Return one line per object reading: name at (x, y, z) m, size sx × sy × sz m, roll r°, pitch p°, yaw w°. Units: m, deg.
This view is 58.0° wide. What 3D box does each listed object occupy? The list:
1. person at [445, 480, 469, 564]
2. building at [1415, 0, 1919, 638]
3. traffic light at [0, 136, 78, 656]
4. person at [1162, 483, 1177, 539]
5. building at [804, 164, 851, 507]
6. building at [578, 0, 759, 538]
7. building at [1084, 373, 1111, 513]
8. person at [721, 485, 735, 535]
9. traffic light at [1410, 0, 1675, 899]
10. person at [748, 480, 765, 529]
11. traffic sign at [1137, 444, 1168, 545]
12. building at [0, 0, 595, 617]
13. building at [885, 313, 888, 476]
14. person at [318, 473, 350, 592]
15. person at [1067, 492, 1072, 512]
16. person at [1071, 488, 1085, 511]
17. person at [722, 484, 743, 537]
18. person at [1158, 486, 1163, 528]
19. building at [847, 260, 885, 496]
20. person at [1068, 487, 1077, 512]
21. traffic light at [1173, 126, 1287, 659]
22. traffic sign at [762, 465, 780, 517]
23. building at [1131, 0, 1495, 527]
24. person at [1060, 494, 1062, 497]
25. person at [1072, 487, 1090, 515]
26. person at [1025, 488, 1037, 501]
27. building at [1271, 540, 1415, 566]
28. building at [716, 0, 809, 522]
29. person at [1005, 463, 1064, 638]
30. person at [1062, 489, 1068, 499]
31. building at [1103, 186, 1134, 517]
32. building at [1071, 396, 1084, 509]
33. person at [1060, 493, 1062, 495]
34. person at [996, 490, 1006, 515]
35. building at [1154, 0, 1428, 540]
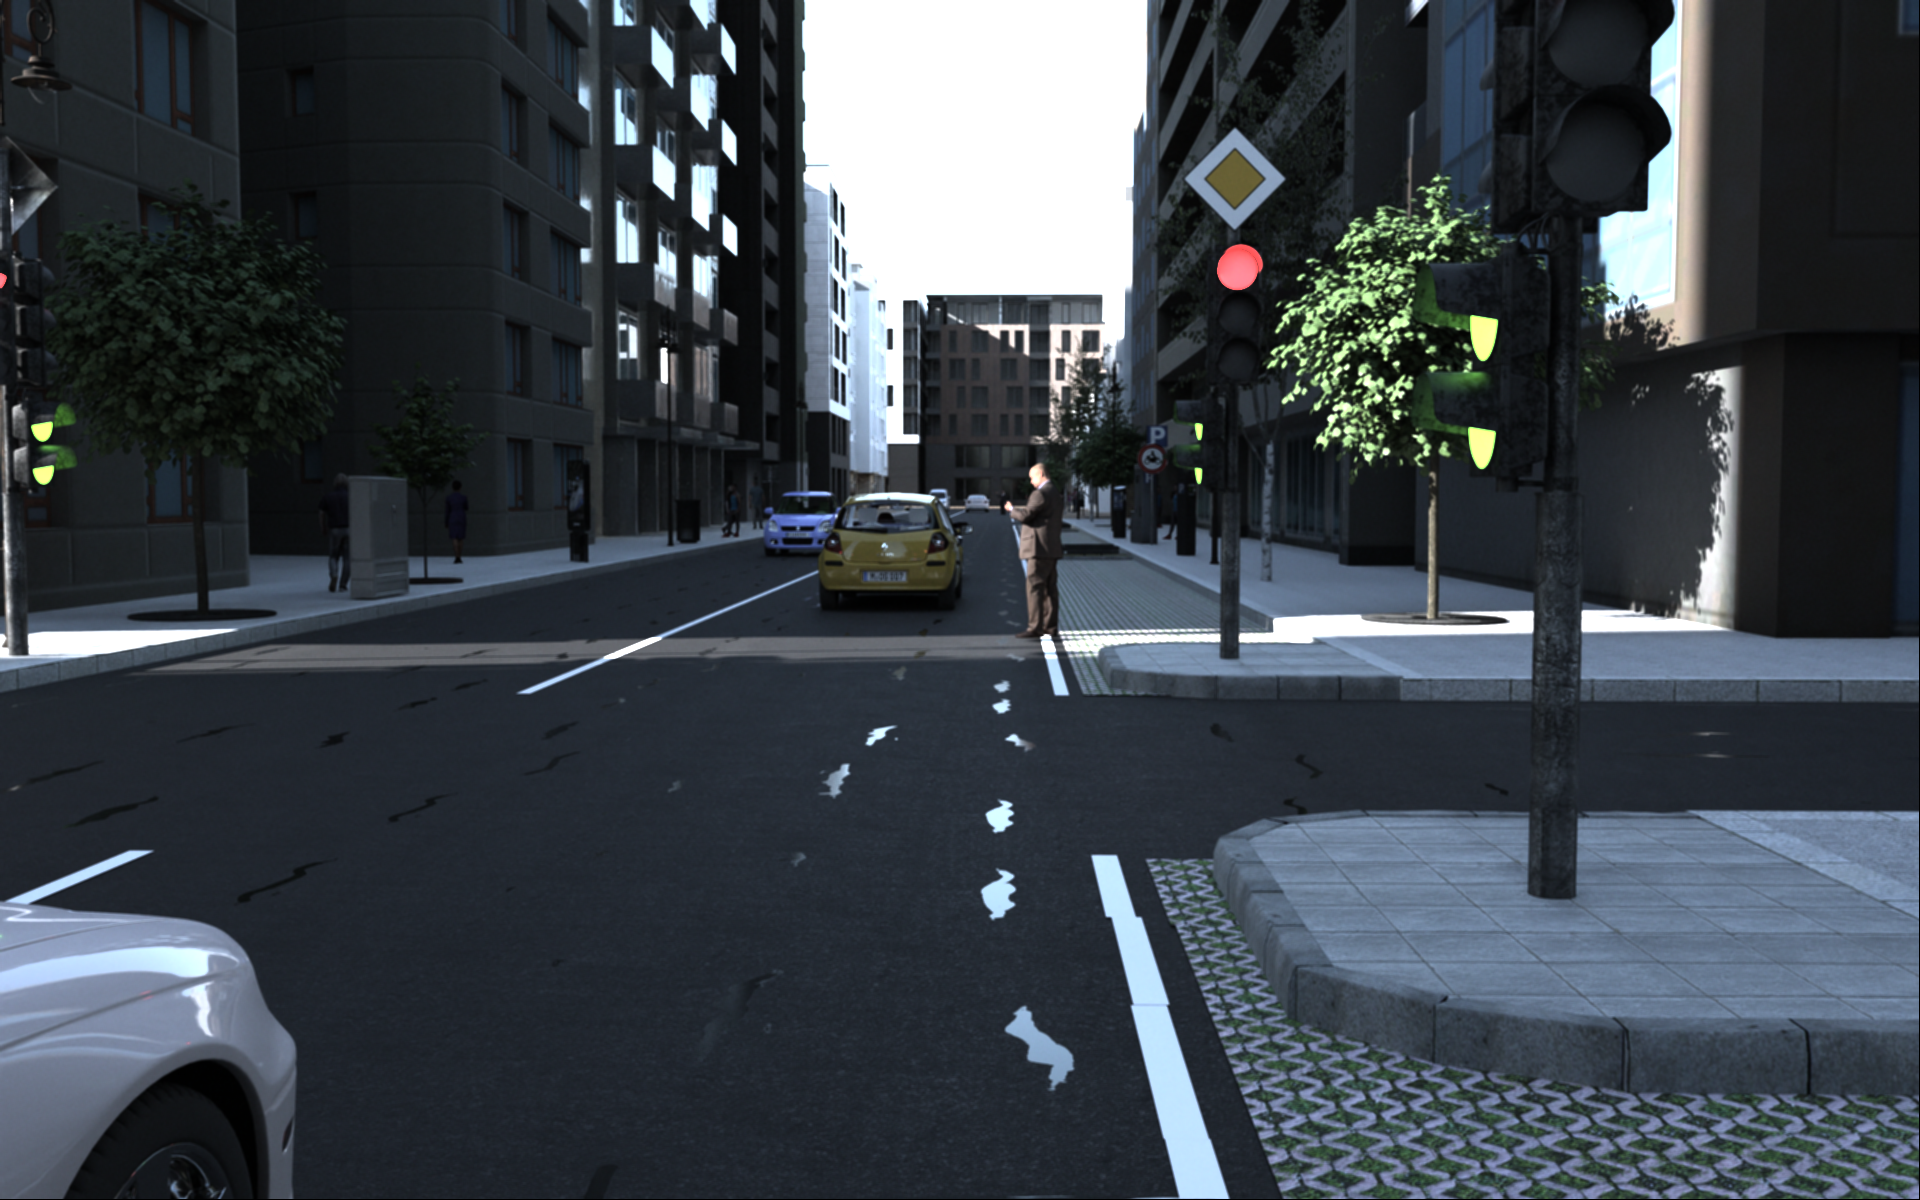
person at (-9.329, -1.448, 32.085) m, size 0.453 × 1.535 × 0.546 m, roll -2°, pitch 4°, yaw -33°
building at (14.136, -22.648, 20.401) m, size 14.200 × 45.320 × 14.600 m, roll 0°, pitch 4°, yaw 1°
traffic light at (-7.471, -1.513, 13.653) m, size 0.839 × 4.253 × 0.868 m, roll 0°, pitch 4°, yaw 1°
person at (6.091, -2.520, 49.109) m, size 0.662 × 1.594 × 0.647 m, roll -2°, pitch 4°, yaw -30°
building at (-22.071, -16.007, 105.684) m, size 27.936 × 21.610 × 32.646 m, roll 0°, pitch 4°, yaw 1°
building at (-20.009, -26.867, 58.877) m, size 23.786 × 49.044 × 30.456 m, roll 0°, pitch 4°, yaw 1°
building at (13.995, -10.875, 119.945) m, size 9.099 × 9.664 × 28.070 m, roll 0°, pitch 4°, yaw 1°
person at (-7.209, -2.812, 54.226) m, size 0.471 × 1.553 × 0.569 m, roll 3°, pitch 5°, yaw 42°
traffic light at (1.878, -1.010, 5.437) m, size 0.839 × 4.253 × 0.868 m, roll 0°, pitch 4°, yaw 1°
person at (-7.471, -3.520, 63.730) m, size 0.598 × 1.807 × 0.434 m, roll 0°, pitch 4°, yaw 1°
traffic sign at (4.861, -2.673, 43.802) m, size 0.768 × 2.556 × 0.104 m, roll 0°, pitch 4°, yaw 3°
building at (-23.551, -11.292, 29.669) m, size 27.650 × 21.520 × 28.899 m, roll 0°, pitch 4°, yaw 1°
building at (-12.437, -18.271, 155.146) m, size 11.380 × 20.091 × 16.016 m, roll 0°, pitch 4°, yaw 1°
person at (-8.199, -0.886, 22.740) m, size 0.569 × 1.553 × 0.471 m, roll 1°, pitch 4°, yaw 20°
person at (7.914, -7.035, 124.283) m, size 0.599 × 1.433 × 0.991 m, roll -1°, pitch 4°, yaw -18°
person at (8.747, -7.486, 128.521) m, size 1.350 × 1.814 × 0.705 m, roll -2°, pitch 4°, yaw -26°
person at (-6.781, -2.671, 51.586) m, size 0.647 × 1.594 × 0.662 m, roll 2°, pitch 4°, yaw 35°
person at (7.512, -3.546, 65.894) m, size 0.662 × 1.594 × 0.647 m, roll 3°, pitch 5°, yaw 39°
building at (-14.691, -17.301, 139.289) m, size 16.016 × 20.091 × 11.380 m, roll 0°, pitch 4°, yaw 1°
person at (7.920, -6.969, 120.712) m, size 0.721 × 1.743 × 1.217 m, roll -3°, pitch 4°, yaw -36°
traffic light at (2.087, -1.498, 13.420) m, size 0.839 × 4.253 × 0.868 m, roll 0°, pitch 4°, yaw 1°
traffic sign at (-6.582, -3.559, 60.324) m, size 0.606 × 2.300 × 0.079 m, roll 0°, pitch 4°, yaw 4°
building at (15.507, -26.329, 80.594) m, size 14.600 × 45.320 × 14.200 m, roll 0°, pitch 4°, yaw 1°
person at (8.398, -8.840, 151.281) m, size 1.217 × 1.736 × 0.721 m, roll 1°, pitch 4°, yaw 9°
person at (7.299, -5.943, 104.004) m, size 1.217 × 1.735 × 0.721 m, roll 0°, pitch 4°, yaw -2°
person at (2.288, -2.699, 54.104) m, size 0.593 × 1.643 × 0.415 m, roll 1°, pitch 4°, yaw 16°
building at (17.854, -25.440, 39.654) m, size 21.300 × 48.544 × 21.600 m, roll 0°, pitch 4°, yaw 1°
building at (-15.009, -18.952, 81.561) m, size 14.160 × 30.474 × 14.107 m, roll 0°, pitch 4°, yaw 1°
person at (0.758, -0.505, 17.449) m, size 0.600 × 1.739 × 0.565 m, roll 0°, pitch 4°, yaw -3°
person at (9.515, -9.162, 156.557) m, size 0.721 × 1.735 × 1.217 m, roll 2°, pitch 4°, yaw 30°
building at (16.377, -14.881, 99.722) m, size 16.016 × 20.091 × 11.380 m, roll 0°, pitch 4°, yaw 1°
building at (14.551, -12.629, 148.625) m, size 9.099 × 9.664 × 28.070 m, roll 0°, pitch 4°, yaw 1°
person at (9.296, -9.323, 159.292) m, size 0.721 × 1.723 × 1.217 m, roll 0°, pitch 4°, yaw 4°
person at (2.855, -6.796, 120.415) m, size 0.742 × 1.727 × 0.445 m, roll 0°, pitch 4°, yaw 5°
building at (18.628, -26.780, 61.561) m, size 21.300 × 48.544 × 21.600 m, roll 0°, pitch 4°, yaw 1°
